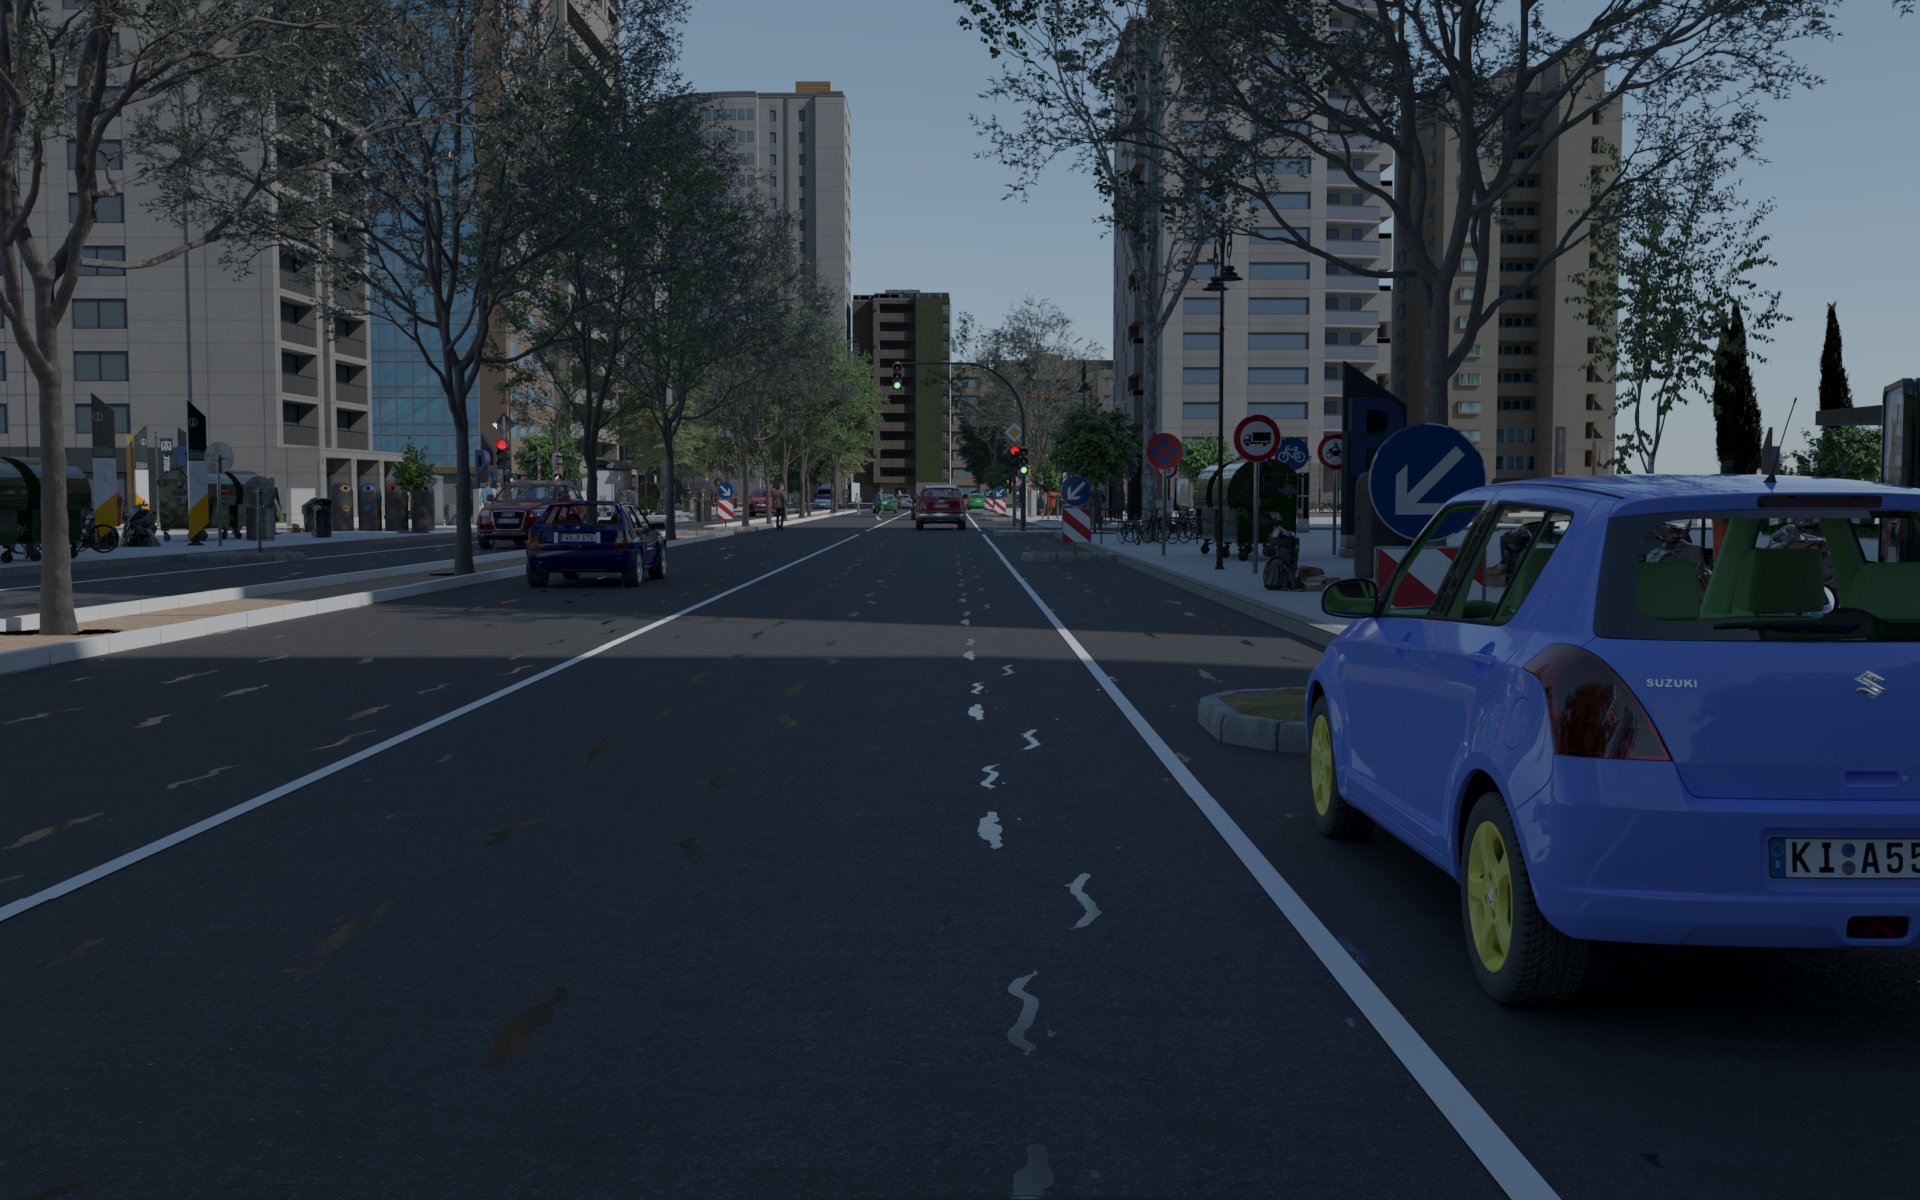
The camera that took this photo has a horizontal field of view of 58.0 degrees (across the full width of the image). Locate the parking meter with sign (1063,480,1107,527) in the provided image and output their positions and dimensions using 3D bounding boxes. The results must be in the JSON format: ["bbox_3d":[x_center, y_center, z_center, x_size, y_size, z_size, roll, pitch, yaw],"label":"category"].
[{"bbox_3d":[4.936,-4.417,68.472,1.738,3.016,0.543,1,4,10],"label":"parking meter with sign"}]

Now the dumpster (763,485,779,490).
[{"bbox_3d":[-16.106,-8.856,149.744,1.985,2.255,1.502,0,4,-2],"label":"dumpster"}]

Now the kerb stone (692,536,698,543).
[{"bbox_3d":[-7.931,-1.758,50.957,0.120,0.150,1.000,0,4,0],"label":"kerb stone"}]

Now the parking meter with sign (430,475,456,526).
[{"bbox_3d":[-21.278,-4.513,70.052,1.738,3.016,0.543,-3,5,-41],"label":"parking meter with sign"}]

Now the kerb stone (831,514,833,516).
[{"bbox_3d":[-8.271,-5.307,108.958,0.120,0.150,1.000,0,4,0],"label":"kerb stone"}]

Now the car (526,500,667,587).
[{"bbox_3d":[-5.830,-0.949,28.095,1.945,1.354,3.894,0,4,-1],"label":"car"}]

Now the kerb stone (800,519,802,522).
[{"bbox_3d":[-8.136,-3.922,86.410,0.120,0.150,1.000,0,4,0],"label":"kerb stone"}]

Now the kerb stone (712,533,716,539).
[{"bbox_3d":[-7.949,-2.009,55.047,0.120,0.150,1.000,0,4,0],"label":"kerb stone"}]

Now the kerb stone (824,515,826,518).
[{"bbox_3d":[-8.227,-4.921,102.795,0.120,0.150,1.000,0,4,0],"label":"kerb stone"}]

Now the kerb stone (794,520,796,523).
[{"bbox_3d":[-8.116,-3.738,83.316,0.120,0.150,1.000,0,4,0],"label":"kerb stone"}]

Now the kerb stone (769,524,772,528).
[{"bbox_3d":[-8.047,-3.048,72.030,0.120,0.150,1.000,0,4,0],"label":"kerb stone"}]

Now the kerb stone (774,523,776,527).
[{"bbox_3d":[-8.063,-3.173,74.084,0.120,0.150,1.000,0,4,0],"label":"kerb stone"}]

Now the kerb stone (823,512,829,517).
[{"bbox_3d":[-8.252,-5.118,105.878,0.120,0.150,1.000,0,4,0],"label":"kerb stone"}]

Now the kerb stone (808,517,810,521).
[{"bbox_3d":[-8.166,-4.241,91.537,0.120,0.150,1.000,0,4,0],"label":"kerb stone"}]

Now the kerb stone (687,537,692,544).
[{"bbox_3d":[-7.923,-1.696,49.930,0.120,0.150,1.000,0,4,0],"label":"kerb stone"}]

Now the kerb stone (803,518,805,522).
[{"bbox_3d":[-8.143,-4.051,88.455,0.120,0.150,1.000,0,4,0],"label":"kerb stone"}]

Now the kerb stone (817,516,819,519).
[{"bbox_3d":[-8.198,-4.617,97.678,0.120,0.150,1.000,0,4,0],"label":"kerb stone"}]

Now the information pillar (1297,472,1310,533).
[{"bbox_3d":[11.428,-3.250,57.635,0.304,2.012,0.304,-2,4,-24],"label":"information pillar"}]

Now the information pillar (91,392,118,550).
[{"bbox_3d":[-19.759,-2.974,39.977,0.504,3.616,0.183,-1,4,-14],"label":"information pillar"}]

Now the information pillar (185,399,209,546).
[{"bbox_3d":[-18.993,-3.165,43.104,0.183,3.616,0.504,3,5,40],"label":"information pillar"}]

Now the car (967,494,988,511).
[{"bbox_3d":[1.510,-8.712,151.236,1.959,1.807,4.718,0,4,-1],"label":"car"}]

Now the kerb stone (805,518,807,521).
[{"bbox_3d":[-8.156,-4.116,89.485,0.120,0.150,1.000,0,4,0],"label":"kerb stone"}]

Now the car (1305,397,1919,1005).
[{"bbox_3d":[2.327,0.211,6.148,1.945,1.707,3.694,0,4,0],"label":"car"}]

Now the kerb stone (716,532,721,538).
[{"bbox_3d":[-7.962,-2.069,56.069,0.120,0.150,1.000,0,4,0],"label":"kerb stone"}]

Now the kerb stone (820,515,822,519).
[{"bbox_3d":[-8.209,-4.738,99.726,0.120,0.150,1.000,0,4,0],"label":"kerb stone"}]

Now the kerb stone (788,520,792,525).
[{"bbox_3d":[-8.101,-3.613,81.268,0.120,0.150,1.000,0,4,0],"label":"kerb stone"}]

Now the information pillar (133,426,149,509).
[{"bbox_3d":[-28.040,-4.159,59.353,0.183,3.616,0.504,2,4,30],"label":"information pillar"}]

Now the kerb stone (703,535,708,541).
[{"bbox_3d":[-7.931,-1.884,53.003,0.120,0.150,1.000,0,4,0],"label":"kerb stone"}]

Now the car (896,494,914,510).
[{"bbox_3d":[-5.318,-9.175,162.020,2.014,1.417,4.499,0,4,0],"label":"car"}]

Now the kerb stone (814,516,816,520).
[{"bbox_3d":[-8.196,-4.492,95.634,0.120,0.150,1.000,0,4,0],"label":"kerb stone"}]

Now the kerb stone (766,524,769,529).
[{"bbox_3d":[-8.040,-2.985,71.002,0.120,0.150,1.000,0,4,0],"label":"kerb stone"}]

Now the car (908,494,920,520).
[{"bbox_3d":[-1.870,-5.309,96.584,2.009,1.686,4.222,0,4,-2],"label":"car"}]

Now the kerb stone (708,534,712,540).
[{"bbox_3d":[-7.946,-1.945,54.025,0.120,0.150,1.000,0,4,0],"label":"kerb stone"}]

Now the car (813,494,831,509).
[{"bbox_3d":[-13.098,-9.452,166.539,2.014,1.417,4.499,0,4,-2],"label":"car"}]

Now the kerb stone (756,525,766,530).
[{"bbox_3d":[-8.041,-2.920,69.962,0.120,0.150,1.000,0,4,0],"label":"kerb stone"}]

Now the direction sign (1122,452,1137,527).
[{"bbox_3d":[6.571,-4.622,67.575,0.876,3.537,0.379,-3,4,-36],"label":"direction sign"}]

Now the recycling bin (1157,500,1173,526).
[{"bbox_3d":[8.274,-3.543,70.486,0.722,1.027,0.722,1,4,13],"label":"recycling bin"}]

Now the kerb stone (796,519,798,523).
[{"bbox_3d":[-8.119,-3.801,84.342,0.120,0.150,1.000,0,4,0],"label":"kerb stone"}]

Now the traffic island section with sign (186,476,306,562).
[{"bbox_3d":[-15.280,-1.754,37.313,1.989,1.847,2.006,0,4,0],"label":"traffic island section with sign"}]

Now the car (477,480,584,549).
[{"bbox_3d":[-11.562,-2.355,47.172,2.281,1.827,5.304,0,4,2],"label":"car"}]

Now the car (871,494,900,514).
[{"bbox_3d":[-5.527,-7.129,128.352,2.131,1.459,4.920,0,4,-1],"label":"car"}]

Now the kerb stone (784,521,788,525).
[{"bbox_3d":[-8.087,-3.484,79.217,0.120,0.150,1.000,0,4,0],"label":"kerb stone"}]

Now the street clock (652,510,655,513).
[{"bbox_3d":[-20.941,-6.934,117.943,0.358,2.002,0.471,2,4,30],"label":"street clock"}]

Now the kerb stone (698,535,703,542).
[{"bbox_3d":[-7.926,-1.818,51.982,0.120,0.150,1.000,0,4,0],"label":"kerb stone"}]

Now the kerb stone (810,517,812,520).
[{"bbox_3d":[-8.169,-4.304,92.564,0.120,0.150,1.000,0,4,0],"label":"kerb stone"}]

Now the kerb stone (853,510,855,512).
[{"bbox_3d":[-8.410,-6.808,133.569,0.120,0.150,1.000,0,4,0],"label":"kerb stone"}]

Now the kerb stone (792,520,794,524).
[{"bbox_3d":[-8.111,-3.672,82.293,0.120,0.150,1.000,0,4,0],"label":"kerb stone"}]

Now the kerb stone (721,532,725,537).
[{"bbox_3d":[-7.955,-2.135,57.100,0.120,0.150,1.000,0,4,0],"label":"kerb stone"}]

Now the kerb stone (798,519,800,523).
[{"bbox_3d":[-8.129,-3.865,85.380,0.120,0.150,1.000,0,4,0],"label":"kerb stone"}]

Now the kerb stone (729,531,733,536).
[{"bbox_3d":[-7.974,-2.257,59.144,0.120,0.150,1.000,0,4,0],"label":"kerb stone"}]

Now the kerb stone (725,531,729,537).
[{"bbox_3d":[-7.968,-2.197,58.122,0.120,0.150,1.000,0,4,0],"label":"kerb stone"}]

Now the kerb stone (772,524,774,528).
[{"bbox_3d":[-8.058,-3.111,73.062,0.120,0.150,1.000,0,4,0],"label":"kerb stone"}]

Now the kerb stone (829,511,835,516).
[{"bbox_3d":[-8.275,-5.432,111.004,0.120,0.150,1.000,0,4,0],"label":"kerb stone"}]

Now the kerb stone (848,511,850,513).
[{"bbox_3d":[-8.375,-6.436,127.422,0.120,0.150,1.000,0,4,0],"label":"kerb stone"}]

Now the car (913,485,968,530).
[{"bbox_3d":[-0.788,-3.795,70.717,2.281,1.827,5.304,0,4,-1],"label":"car"}]

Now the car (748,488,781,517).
[{"bbox_3d":[-12.426,-6.210,110.203,2.281,1.827,5.304,0,4,-2],"label":"car"}]

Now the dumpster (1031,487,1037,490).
[{"bbox_3d":[5.340,-7.666,131.097,1.264,1.857,1.865,0,4,0],"label":"dumpster"}]
